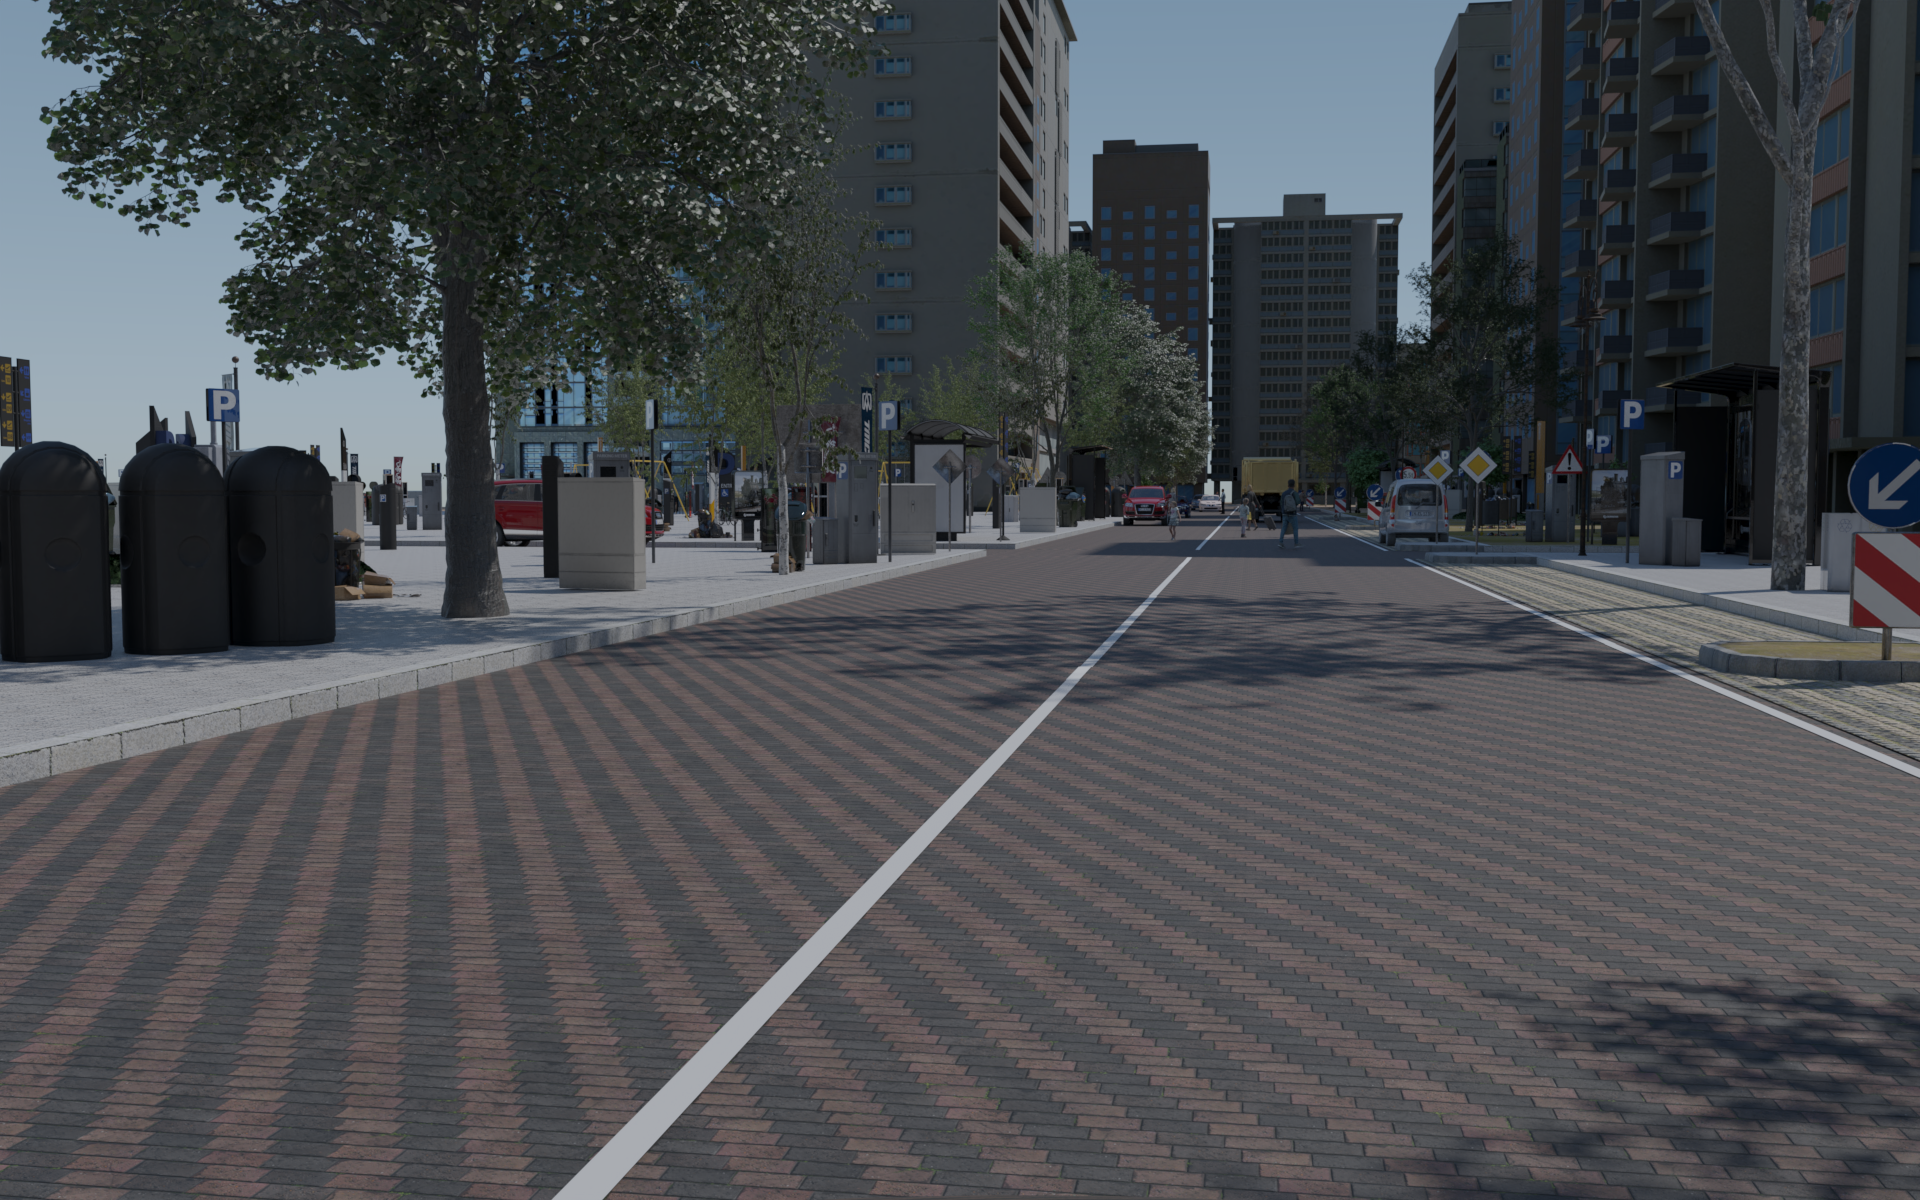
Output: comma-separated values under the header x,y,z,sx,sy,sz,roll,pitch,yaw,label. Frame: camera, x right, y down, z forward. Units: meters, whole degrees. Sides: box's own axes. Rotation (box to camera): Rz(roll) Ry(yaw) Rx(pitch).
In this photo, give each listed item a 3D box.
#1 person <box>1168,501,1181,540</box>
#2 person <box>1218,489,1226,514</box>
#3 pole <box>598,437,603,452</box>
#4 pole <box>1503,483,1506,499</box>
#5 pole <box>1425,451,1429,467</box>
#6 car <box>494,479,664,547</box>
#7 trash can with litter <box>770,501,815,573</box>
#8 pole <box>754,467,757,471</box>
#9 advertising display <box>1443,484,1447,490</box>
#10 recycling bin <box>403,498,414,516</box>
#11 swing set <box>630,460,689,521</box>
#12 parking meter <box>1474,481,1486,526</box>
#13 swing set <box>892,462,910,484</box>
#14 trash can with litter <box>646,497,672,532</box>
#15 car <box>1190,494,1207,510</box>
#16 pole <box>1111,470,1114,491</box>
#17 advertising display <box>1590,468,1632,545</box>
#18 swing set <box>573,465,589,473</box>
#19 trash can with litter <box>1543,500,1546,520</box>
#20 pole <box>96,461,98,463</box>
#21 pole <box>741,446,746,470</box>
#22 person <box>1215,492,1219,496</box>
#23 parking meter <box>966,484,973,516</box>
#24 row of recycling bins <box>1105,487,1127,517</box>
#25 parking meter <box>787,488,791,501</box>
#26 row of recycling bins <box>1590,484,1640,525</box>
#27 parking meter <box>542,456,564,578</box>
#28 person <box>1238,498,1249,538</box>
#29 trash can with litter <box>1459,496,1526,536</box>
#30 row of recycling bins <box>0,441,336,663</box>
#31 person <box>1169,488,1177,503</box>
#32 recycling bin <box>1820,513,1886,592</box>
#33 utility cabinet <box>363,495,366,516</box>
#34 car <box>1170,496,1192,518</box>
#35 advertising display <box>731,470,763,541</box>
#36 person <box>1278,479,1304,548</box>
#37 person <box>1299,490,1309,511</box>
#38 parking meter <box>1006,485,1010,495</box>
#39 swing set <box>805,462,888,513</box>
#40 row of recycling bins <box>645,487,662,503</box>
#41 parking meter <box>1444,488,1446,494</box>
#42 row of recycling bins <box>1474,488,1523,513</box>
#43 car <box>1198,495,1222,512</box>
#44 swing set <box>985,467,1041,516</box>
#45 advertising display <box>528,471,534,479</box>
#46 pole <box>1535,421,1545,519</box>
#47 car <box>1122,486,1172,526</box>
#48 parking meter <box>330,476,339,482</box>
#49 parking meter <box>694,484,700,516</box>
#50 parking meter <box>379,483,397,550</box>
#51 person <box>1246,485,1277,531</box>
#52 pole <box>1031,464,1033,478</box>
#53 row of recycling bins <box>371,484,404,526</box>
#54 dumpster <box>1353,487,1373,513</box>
x,y,z,sx,sy,sz,roll,pitch,yaw,label
6.697,-2.459,53.719,0.382,1.210,0.505,-3,4,-39,person
18.727,-7.035,123.513,0.705,1.826,1.348,2,4,26,person
-12.965,-4.199,62.495,0.158,3.312,0.155,0,3,0,pole
34.835,-7.150,110.746,0.158,3.312,0.155,0,3,0,pole
21.927,-5.352,81.344,0.158,3.312,0.155,0,3,0,pole
-10.074,-2.131,43.519,5.304,1.827,2.281,0,4,8,car
-2.778,-1.050,28.560,0.624,1.170,1.055,0,4,6,trash can with litter
-14.597,-7.953,123.866,0.158,3.312,0.155,0,3,0,pole
30.603,-6.445,110.588,0.974,1.923,0.123,3,5,41,advertising display
-33.181,-5.576,103.723,0.722,1.027,0.722,2,4,34,recycling bin
-14.594,-5.110,81.170,2.862,2.851,3.119,1,4,20,swing set
20.793,-3.885,69.231,0.399,1.863,0.255,3,5,44,parking meter
-2.495,-5.305,84.359,3.119,2.851,2.862,1,4,16,swing set
-10.338,-2.915,59.054,0.624,1.170,1.055,2,4,25,trash can with litter
21.369,-8.626,153.032,2.014,1.417,4.499,1,4,11,car
10.655,-7.771,120.892,0.158,3.312,0.155,0,3,0,pole
16.407,-2.353,43.690,0.974,1.923,0.123,2,4,25,advertising display
-18.872,-5.754,91.697,3.119,2.851,2.862,0,4,6,swing set
29.071,-4.564,86.003,0.624,1.170,1.055,-2,4,-29,trash can with litter
-53.231,-6.907,106.774,0.158,3.312,0.155,0,3,0,pole
-9.138,-4.851,73.153,0.158,3.312,0.155,0,3,0,pole
28.963,-11.361,195.176,0.541,1.710,0.530,1,4,11,person
0.567,-5.816,100.802,0.399,1.863,0.255,3,5,43,parking meter
7.477,-5.435,95.969,3.534,1.692,1.069,-1,4,-14,row of recycling bins
-6.788,-3.748,69.693,0.372,1.533,0.369,0,3,0,parking meter
28.185,-4.057,73.444,3.534,1.692,1.069,-2,4,-27,row of recycling bins
-6.240,-1.278,26.599,0.255,1.863,0.399,0,4,2,parking meter
9.355,-2.705,57.006,0.425,1.301,0.394,2,4,31,person
16.618,-2.567,53.027,2.233,1.210,1.678,2,4,30,trash can with litter
-6.758,-0.414,13.885,1.069,1.692,3.534,3,5,45,row of recycling bins
12.402,-5.672,101.417,0.728,1.800,0.709,-2,4,-33,person
11.817,-0.631,22.870,0.722,1.027,0.722,1,4,18,recycling bin
-40.036,-6.421,116.143,1.020,1.237,0.306,0,4,-7,utility cabinet
13.086,-5.653,105.014,1.945,1.354,3.894,1,4,9,car
-5.798,-2.574,47.294,0.974,1.923,0.123,-3,5,-42,advertising display
8.663,-2.268,45.568,0.713,1.824,0.794,-2,4,-25,person
28.338,-8.170,142.610,0.750,1.759,0.617,-1,4,-14,person
3.144,-6.618,113.915,0.255,1.863,0.399,0,4,-3,parking meter
-4.676,-3.846,60.509,3.119,2.851,2.862,2,4,29,swing set
-20.639,-6.712,116.858,1.069,1.692,3.534,-1,4,-12,row of recycling bins
18.306,-3.523,66.012,0.372,1.533,0.369,0,3,0,parking meter
35.664,-6.616,115.286,3.534,1.692,1.069,0,4,-2,row of recycling bins
20.108,-7.739,138.897,2.083,1.381,4.827,0,4,8,car
3.345,-6.385,102.014,2.862,2.851,3.119,-2,4,-30,swing set
-12.130,-2.680,49.038,0.123,1.923,0.974,-1,4,-16,advertising display
16.238,-3.341,48.471,0.158,3.312,0.155,0,3,0,pole
8.637,-4.351,79.817,2.281,1.827,5.304,1,4,9,car
-20.079,-3.048,55.549,0.255,1.863,0.399,0,4,-3,parking meter
-15.701,-5.976,103.413,0.255,1.863,0.399,-1,4,-16,parking meter
-13.162,-1.922,39.833,0.372,1.533,0.369,0,3,0,parking meter
11.778,-3.638,68.196,1.509,1.804,0.699,-1,4,-19,person
4.797,-7.444,115.553,0.158,3.312,0.155,0,3,0,pole
-23.859,-3.989,72.331,1.069,1.692,3.534,-1,4,-10,row of recycling bins
26.969,-6.904,115.378,1.502,2.255,1.985,1,4,10,dumpster
